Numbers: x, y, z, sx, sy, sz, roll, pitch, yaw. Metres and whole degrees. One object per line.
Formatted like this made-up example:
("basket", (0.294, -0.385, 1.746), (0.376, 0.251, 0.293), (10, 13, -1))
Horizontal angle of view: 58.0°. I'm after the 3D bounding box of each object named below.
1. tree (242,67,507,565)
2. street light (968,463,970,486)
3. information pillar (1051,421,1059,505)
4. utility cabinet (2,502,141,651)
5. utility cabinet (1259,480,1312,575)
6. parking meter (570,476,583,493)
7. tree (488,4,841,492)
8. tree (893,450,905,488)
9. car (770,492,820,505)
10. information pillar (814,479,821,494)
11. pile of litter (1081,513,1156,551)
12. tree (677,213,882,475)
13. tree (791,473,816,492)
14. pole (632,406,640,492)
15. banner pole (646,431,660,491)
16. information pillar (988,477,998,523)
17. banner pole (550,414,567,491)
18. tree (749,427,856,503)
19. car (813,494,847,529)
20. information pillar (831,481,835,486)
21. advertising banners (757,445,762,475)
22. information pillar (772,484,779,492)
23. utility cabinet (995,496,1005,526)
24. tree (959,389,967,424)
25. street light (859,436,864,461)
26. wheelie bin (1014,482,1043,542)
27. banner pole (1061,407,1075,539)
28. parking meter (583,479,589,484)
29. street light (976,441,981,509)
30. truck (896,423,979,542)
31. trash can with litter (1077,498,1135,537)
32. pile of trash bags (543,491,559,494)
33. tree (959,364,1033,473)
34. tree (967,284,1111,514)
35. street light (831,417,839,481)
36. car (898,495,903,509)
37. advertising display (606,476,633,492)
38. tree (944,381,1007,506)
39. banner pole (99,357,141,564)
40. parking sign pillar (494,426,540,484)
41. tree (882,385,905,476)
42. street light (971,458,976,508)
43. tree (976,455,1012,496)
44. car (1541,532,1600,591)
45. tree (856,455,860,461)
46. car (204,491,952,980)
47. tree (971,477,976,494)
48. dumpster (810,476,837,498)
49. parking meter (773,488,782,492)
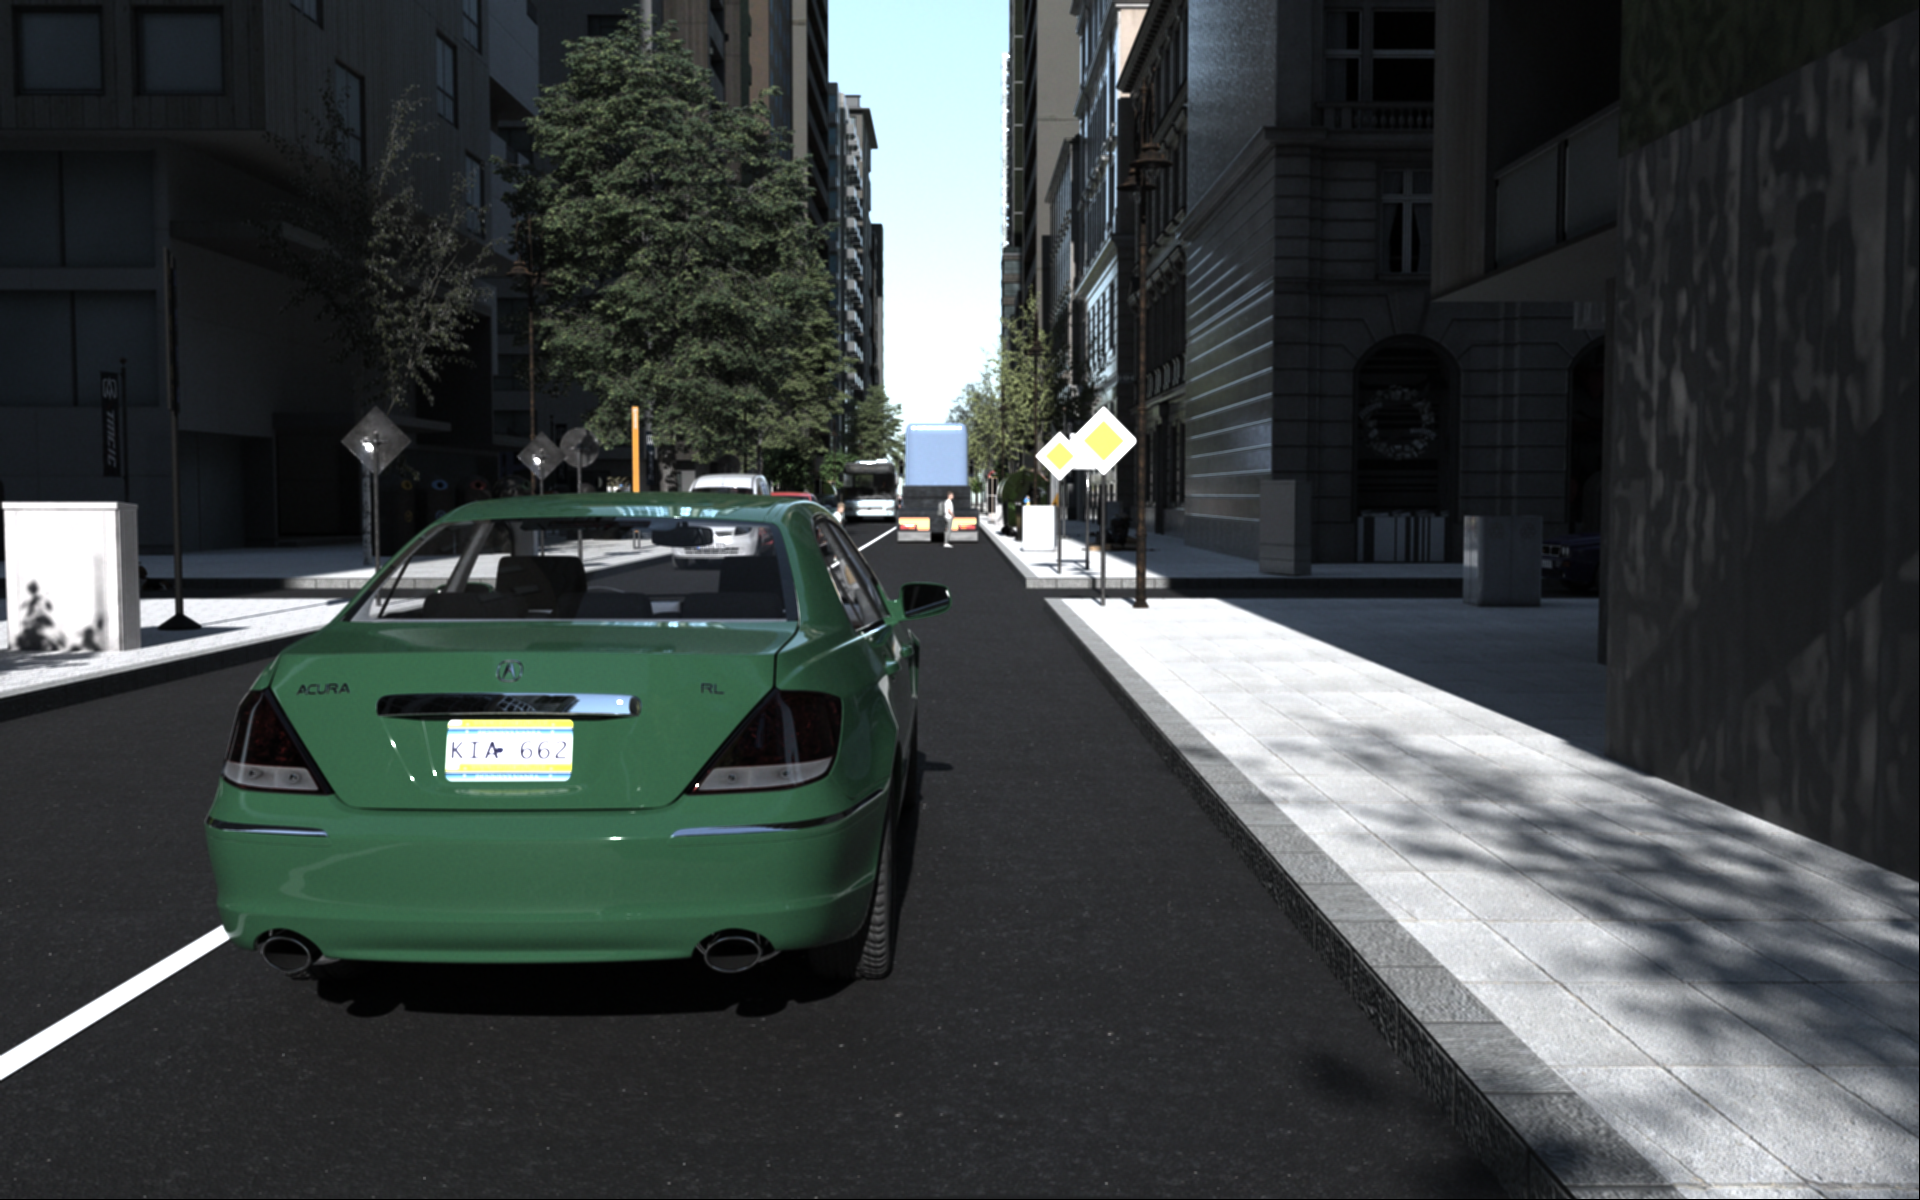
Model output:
("tree", (-10.422, -4.929, 30.958), (4.360, 8.622, 3.978), (0, 3, 0))
("street light", (1.272, -12.619, 179.100), (0.468, 5.910, 1.993), (0, 4, 0))
("information pillar", (3.027, -3.904, 55.182), (0.183, 3.616, 0.504), (-2, 4, -23))
("utility cabinet", (-7.328, -0.193, 14.311), (1.020, 1.237, 0.306), (0, 4, 7))
("utility cabinet", (5.173, -1.151, 27.506), (0.318, 1.500, 1.173), (-1, 4, -18))
("parking meter", (-12.742, -3.158, 57.345), (0.255, 1.863, 0.399), (0, 4, -1))
("tree", (-7.754, -8.519, 45.935), (9.857, 13.997, 8.962), (0, 3, 0))
("tree", (-8.251, -18.791, 257.598), (4.737, 8.622, 4.395), (0, 3, 0))
("car", (-3.983, -1.833, 39.018), (2.155, 1.783, 4.494), (0, 4, 1))
("information pillar", (-6.931, -4.885, 84.361), (0.304, 2.012, 0.304), (0, 4, -1))
("pile of litter", (3.668, -1.557, 39.428), (1.719, 0.858, 1.176), (1, 4, 23))
("tree", (-7.727, -9.271, 69.711), (7.486, 12.596, 7.792), (0, 3, 0))
("tree", (-7.853, -5.596, 86.098), (1.663, 3.219, 1.824), (0, 3, 0))
("pole", (-7.544, -2.843, 40.330), (0.158, 3.312, 0.155), (0, 3, 0))
("banner pole", (-10.774, -4.340, 60.980), (0.401, 3.779, 0.863), (2, 4, 32))
("information pillar", (1.437, -4.359, 75.768), (0.304, 2.012, 0.304), (-3, 4, -37))
("banner pole", (-12.636, -3.940, 54.433), (0.863, 3.779, 0.401), (2, 4, 32))
("tree", (-7.875, -5.775, 78.129), (4.285, 4.588, 4.351), (0, 3, 0))
("car", (-5.016, -2.996, 60.784), (2.131, 1.459, 4.920), (0, 4, -1))
("information pillar", (-7.228, -5.660, 97.028), (0.304, 2.012, 0.304), (3, 4, 38))
("advertising banners", (-7.313, -3.987, 61.382), (0.090, 3.025, 2.074), (1, 4, 10))
("information pillar", (-9.628, -5.258, 90.463), (0.304, 2.012, 0.304), (0, 4, 4))
("utility cabinet", (1.940, -3.607, 70.142), (1.020, 1.237, 0.306), (1, 4, 18))
("tree", (2.391, -7.870, 79.035), (4.737, 8.622, 4.395), (0, 3, 0))
("street light", (-7.656, -9.866, 134.097), (0.468, 5.910, 1.993), (0, 4, 0))
("wheelie bin", (1.859, -2.380, 46.826), (0.693, 1.594, 0.980), (-1, 4, -15))
("banner pole", (3.119, -3.671, 50.043), (0.401, 3.779, 0.863), (2, 4, 30))
("parking meter", (-14.514, -3.733, 66.749), (0.399, 1.863, 0.255), (-1, 4, -16))
("street light", (1.530, -9.035, 120.514), (0.468, 5.910, 1.993), (0, 4, 0))
("truck", (-0.800, -4.290, 59.895), (2.967, 4.110, 18.799), (0, 4, -1))
("trash can with litter", (4.389, -2.559, 52.890), (1.678, 1.210, 2.233), (0, 4, -5))
("pile of trash bags", (-10.765, -2.452, 49.844), (3.447, 1.369, 1.912), (2, 4, 32))
("tree", (2.065, -9.062, 98.524), (4.360, 8.622, 3.978), (0, 3, 0))
("tree", (3.172, -6.807, 61.654), (4.737, 8.622, 4.395), (0, 3, 0))
("street light", (-7.560, -8.055, 104.487), (0.468, 5.910, 1.993), (0, 4, 0))
("car", (-5.205, -9.663, 169.996), (2.014, 1.417, 4.499), (0, 4, 0))
("advertising display", (-11.987, -3.411, 60.981), (0.974, 1.923, 0.123), (1, 4, 15))
("tree", (1.721, -16.940, 187.344), (12.009, 13.543, 11.850), (0, 3, 0))
("banner pole", (-15.298, -2.535, 31.457), (0.401, 3.779, 0.863), (1, 4, 11))
("parking sign pillar", (-17.367, -4.911, 68.764), (1.447, 3.967, 1.447), (1, 4, 9))
("tree", (-8.776, -15.916, 178.355), (7.486, 12.596, 7.792), (0, 3, 0))
("street light", (1.373, -10.827, 149.807), (0.468, 5.910, 1.993), (0, 4, 0))
("tree", (1.950, -5.488, 84.333), (1.663, 3.219, 1.824), (0, 3, 0))
("car", (10.378, -0.758, 24.975), (3.894, 1.354, 1.945), (0, 3, 0))
("tree", (-8.031, -8.159, 117.107), (4.285, 4.588, 4.351), (0, 3, 0))
("car", (-1.098, 0.322, 6.540), (2.131, 1.459, 4.920), (0, 3, 0))
("tree", (1.307, -9.194, 144.928), (1.663, 3.219, 1.824), (0, 3, 0))
("dumpster", (-7.504, -5.616, 94.318), (1.502, 2.255, 1.985), (0, 4, 0))
("parking meter", (-7.772, -3.999, 73.797), (0.372, 1.533, 0.369), (0, 3, 0))
